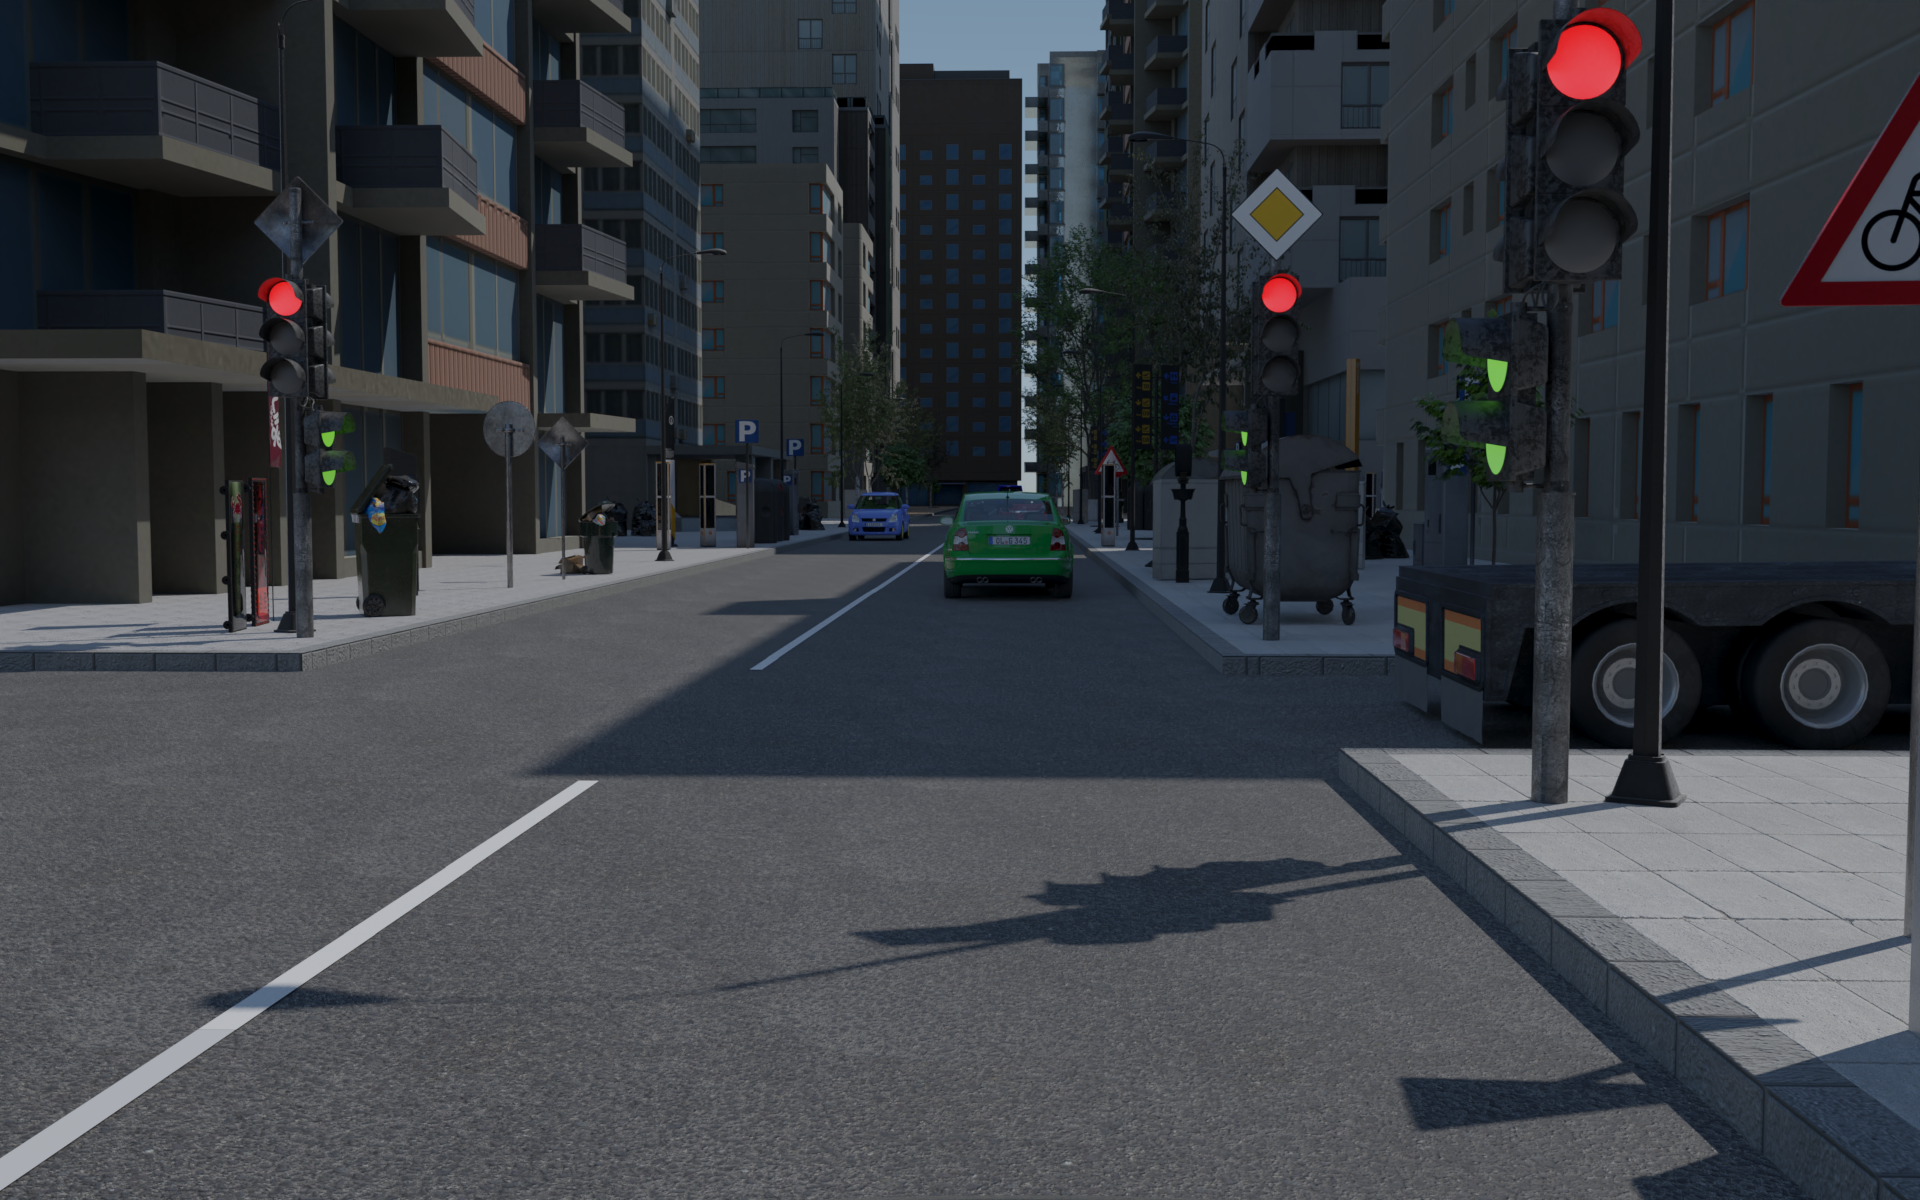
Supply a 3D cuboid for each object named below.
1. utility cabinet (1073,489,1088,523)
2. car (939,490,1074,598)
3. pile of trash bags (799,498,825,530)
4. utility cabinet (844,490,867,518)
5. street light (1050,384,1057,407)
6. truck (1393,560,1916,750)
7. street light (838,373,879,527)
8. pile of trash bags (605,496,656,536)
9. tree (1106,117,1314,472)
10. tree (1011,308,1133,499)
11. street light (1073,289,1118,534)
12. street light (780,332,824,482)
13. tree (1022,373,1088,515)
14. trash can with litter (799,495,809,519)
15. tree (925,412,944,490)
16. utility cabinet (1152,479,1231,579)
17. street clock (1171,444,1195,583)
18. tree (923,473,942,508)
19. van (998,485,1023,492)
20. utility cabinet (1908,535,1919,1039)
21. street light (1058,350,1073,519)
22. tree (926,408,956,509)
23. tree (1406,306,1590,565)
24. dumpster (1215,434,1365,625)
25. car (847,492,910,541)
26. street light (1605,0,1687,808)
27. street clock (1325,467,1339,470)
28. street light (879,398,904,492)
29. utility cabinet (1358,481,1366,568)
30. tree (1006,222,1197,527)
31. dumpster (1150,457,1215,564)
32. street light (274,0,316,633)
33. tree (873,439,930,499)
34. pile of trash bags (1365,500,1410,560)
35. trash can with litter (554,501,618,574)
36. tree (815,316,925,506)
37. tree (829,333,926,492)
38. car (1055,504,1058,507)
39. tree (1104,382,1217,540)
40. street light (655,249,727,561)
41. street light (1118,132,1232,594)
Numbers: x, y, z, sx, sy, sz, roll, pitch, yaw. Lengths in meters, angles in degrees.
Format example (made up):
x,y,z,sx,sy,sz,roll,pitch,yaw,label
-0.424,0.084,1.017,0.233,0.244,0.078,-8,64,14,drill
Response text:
x,y,z,sx,sy,sz,roll,pitch,yaw,label
5.251,-4.094,75.623,0.318,1.500,1.173,2,4,24,utility cabinet
0.667,-1.001,25.160,1.959,1.807,4.718,0,4,0,car
-5.955,-3.214,62.299,1.912,1.369,3.447,-1,4,-12,pile of trash bags
-5.445,-5.018,90.715,1.173,1.500,0.318,0,4,8,utility cabinet
4.589,-6.165,73.332,1.470,5.913,1.316,0,4,2,street light
12.279,-1.248,10.163,18.799,4.110,2.967,0,4,3,truck
-4.008,-5.749,66.534,1.470,5.913,1.316,0,4,2,street light
-10.787,-2.639,52.903,3.447,1.369,1.912,-1,4,-8,pile of trash bags
4.767,-5.180,35.052,4.360,8.622,3.978,0,3,0,tree
6.015,-9.047,82.324,7.601,10.594,8.767,1,4,15,tree
3.384,-4.082,39.283,1.470,5.913,1.316,0,4,2,street light
-4.586,-4.723,49.761,1.470,5.913,1.316,0,4,2,street light
6.025,-9.437,104.654,4.737,8.622,4.395,0,3,0,tree
-8.228,-4.642,86.949,2.233,1.210,1.678,-1,4,-20,trash can with litter
-3.339,-9.843,111.294,4.737,8.622,4.395,0,3,0,tree
3.475,-1.055,25.924,1.173,1.500,0.318,-1,4,-19,utility cabinet
3.222,-1.252,25.034,0.358,2.002,0.471,0,4,4,street clock
-2.352,-10.224,161.765,1.663,3.219,1.824,0,3,0,tree
3.478,-7.109,120.609,2.240,2.365,5.245,0,4,1,van
2.351,0.463,3.599,0.306,1.237,1.020,0,4,7,utility cabinet
4.003,-5.108,56.055,1.470,5.913,1.316,0,4,2,street light
-2.466,-12.144,148.922,4.360,8.622,3.978,0,3,0,tree
5.441,-1.433,18.038,1.663,3.219,1.824,0,3,0,tree
3.367,-0.727,17.646,1.264,1.857,1.865,0,4,2,dumpster
-2.533,-2.746,54.488,1.945,1.707,3.694,0,4,3,car
2.334,-2.114,7.104,1.470,5.913,1.316,0,4,2,street light
9.853,-2.537,46.044,0.471,2.002,0.358,-2,4,-28,street clock
-3.383,-6.803,83.774,1.470,5.913,1.316,0,4,2,street light
6.338,-1.286,29.708,1.173,1.500,0.318,1,4,21,utility cabinet
5.516,-8.675,67.584,9.928,11.665,9.643,0,3,0,tree
3.782,-1.372,28.187,1.264,1.857,1.865,0,4,2,dumpster
-5.653,-2.653,15.923,1.470,5.913,1.316,0,4,2,street light
-3.479,-7.081,99.493,4.285,4.588,4.351,0,3,0,tree
7.569,-1.571,35.443,1.912,1.369,3.447,-2,4,-28,pile of trash bags
-6.018,-1.001,27.751,1.055,1.170,0.624,1,4,22,trash can with litter
-4.319,-7.471,72.513,4.737,8.622,4.395,0,3,0,tree
-4.048,-7.867,78.984,4.360,8.622,3.978,0,3,0,tree
2.270,-3.090,59.559,2.155,1.783,4.494,0,4,4,car
5.573,-3.981,48.798,4.285,4.588,4.351,0,3,0,tree
-5.119,-3.696,32.973,1.470,5.913,1.316,0,4,2,street light
2.850,-3.047,22.363,1.470,5.913,1.316,0,4,2,street light
